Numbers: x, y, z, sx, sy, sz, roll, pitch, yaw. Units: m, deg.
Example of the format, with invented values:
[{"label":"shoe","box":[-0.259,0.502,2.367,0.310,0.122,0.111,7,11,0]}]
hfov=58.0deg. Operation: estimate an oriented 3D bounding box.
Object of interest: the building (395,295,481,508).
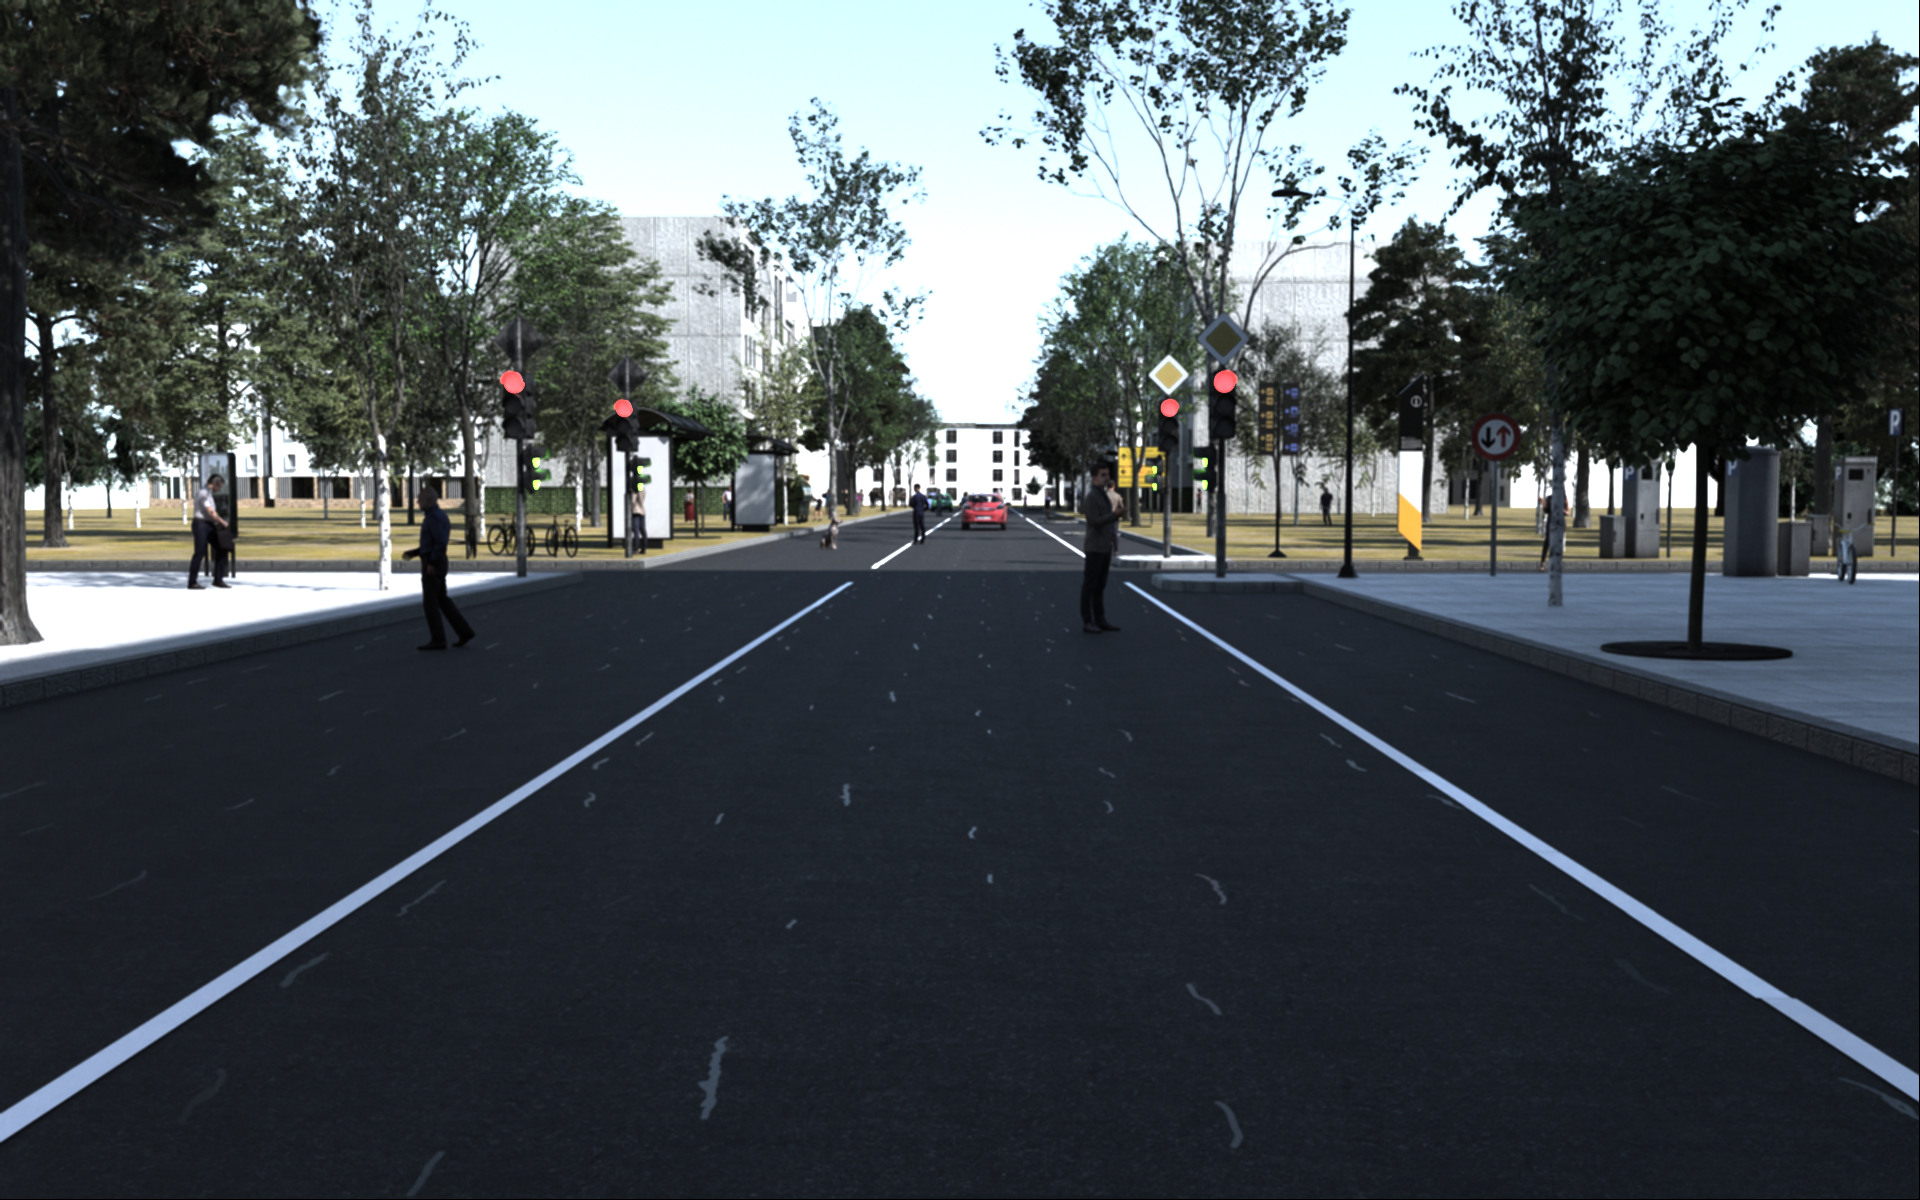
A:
[{"label":"building","box":[-47.213,-19.237,170.940,11.380,20.091,16.016,0,4,1]}]

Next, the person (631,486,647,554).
[{"label":"person","box":[-7.006,-1.860,36.990,0.750,1.759,0.617,3,4,36]}]

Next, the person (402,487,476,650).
[{"label":"person","box":[-4.898,-0.296,16.039,0.600,1.496,0.574,1,4,15]}]

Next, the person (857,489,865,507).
[{"label":"person","box":[-10.136,-10.409,176.236,1.348,1.824,0.705,3,5,42]}]

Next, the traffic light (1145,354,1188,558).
[{"label":"traffic light","box":[4.121,-2.770,34.528,0.839,4.213,0.868,0,4,1]}]

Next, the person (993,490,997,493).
[{"label":"person","box":[2.472,-6.489,115.388,0.721,1.735,1.217,-1,4,-8]}]

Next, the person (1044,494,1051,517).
[{"label":"person","box":[5.471,-5.880,107.873,0.421,1.427,0.697,1,4,16]}]

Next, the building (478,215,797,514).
[{"label":"building","box":[-22.016,-15.878,126.069,16.747,18.905,31.486,0,4,1]}]

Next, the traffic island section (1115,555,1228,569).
[{"label":"traffic island section","box":[4.161,-0.756,34.640,2.009,0.180,2.903,0,4,1]}]

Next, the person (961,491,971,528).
[{"label":"person","box":[0.240,-3.775,72.437,0.429,1.552,0.499,0,4,8]}]

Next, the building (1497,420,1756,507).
[{"label":"building","box":[67.700,-14.111,172.863,28.070,9.664,9.099,0,4,1]}]

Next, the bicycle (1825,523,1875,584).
[{"label":"bicycle","box":[12.870,-0.729,25.134,0.635,0.972,1.543,1,4,19]}]

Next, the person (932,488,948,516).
[{"label":"person","box":[-1.332,-6.345,112.331,1.350,1.814,0.705,-3,5,-40]}]

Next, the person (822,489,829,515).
[{"label":"person","box":[-8.264,-6.093,107.533,0.647,1.594,0.662,-1,4,-16]}]

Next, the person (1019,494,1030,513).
[{"label":"person","box":[5.028,-7.494,134.245,0.991,1.433,0.599,2,4,30]}]

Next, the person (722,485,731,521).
[{"label":"person","box":[-10.829,-4.552,81.406,0.756,1.711,0.436,0,4,2]}]

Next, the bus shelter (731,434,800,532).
[{"label":"bus shelter","box":[-6.942,-4.103,61.007,2.014,3.302,5.546,0,4,1]}]

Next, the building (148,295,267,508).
[{"label":"building","box":[-71.543,-19.271,171.508,11.380,20.091,16.016,0,4,1]}]

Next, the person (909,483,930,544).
[{"label":"person","box":[-1.230,-2.480,49.756,0.504,1.737,0.576,3,4,36]}]

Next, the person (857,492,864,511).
[{"label":"person","box":[-7.532,-7.298,128.580,0.991,1.433,0.599,-3,4,-36]}]

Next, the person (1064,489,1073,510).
[{"label":"person","box":[8.698,-8.050,138.462,0.742,1.727,0.445,-2,4,-23]}]

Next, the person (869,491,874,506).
[{"label":"person","box":[-9.184,-10.547,179.953,0.593,1.643,0.415,-3,4,-39]}]

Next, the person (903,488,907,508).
[{"label":"person","box":[-5.092,-9.366,159.141,0.705,1.831,1.348,0,4,-6]}]

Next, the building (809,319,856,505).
[{"label":"building","box":[-28.391,-22.739,215.761,32.646,21.610,27.936,0,4,1]}]

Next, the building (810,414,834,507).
[{"label":"building","box":[-27.019,-14.226,174.741,28.070,9.664,9.099,0,4,1]}]

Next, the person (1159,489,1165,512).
[{"label":"person","box":[14.084,-6.946,120.411,0.445,1.727,0.742,2,4,27]}]

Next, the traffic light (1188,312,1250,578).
[{"label":"traffic light","box":[3.991,-2.281,26.544,0.839,4.213,0.868,0,4,1]}]

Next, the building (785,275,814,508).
[{"label":"building","box":[-21.184,-17.824,147.841,16.016,20.091,11.380,0,4,1]}]

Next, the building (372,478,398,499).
[{"label":"building","box":[-61.024,-22.805,216.838,32.646,21.610,27.936,0,4,1]}]

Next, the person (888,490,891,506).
[{"label":"person","box":[-7.521,-10.829,183.806,0.721,1.736,1.217,0,4,8]}]

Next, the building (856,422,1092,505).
[{"label":"building","box":[1.815,-16.169,206.514,28.070,9.664,9.099,0,4,1]}]

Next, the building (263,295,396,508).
[{"label":"building","box":[-59.431,-19.250,171.163,11.380,20.091,16.016,0,4,1]}]

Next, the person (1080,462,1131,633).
[{"label":"person","box":[1.574,-0.545,17.948,0.750,1.759,0.617,3,4,38]}]

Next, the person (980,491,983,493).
[{"label":"person","box":[1.673,-7.307,129.443,0.593,1.643,0.415,-1,4,-21]}]

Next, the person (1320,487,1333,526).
[{"label":"person","box":[14.748,-3.739,69.377,0.471,1.553,0.569,-1,4,-23]}]

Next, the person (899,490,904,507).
[{"label":"person","box":[-5.855,-10.420,177.130,0.721,1.735,1.217,3,4,36]}]

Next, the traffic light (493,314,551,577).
[{"label":"traffic light","box":[-6.769,-2.291,26.702,0.839,4.213,0.868,0,4,1]}]

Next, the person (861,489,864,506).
[{"label":"person","box":[-10.398,-10.909,184.390,0.705,1.826,1.348,1,4,12]}]

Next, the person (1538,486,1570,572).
[{"label":"person","box":[10.960,-1.345,31.965,0.593,1.643,0.415,-1,4,-23]}]

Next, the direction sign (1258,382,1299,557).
[{"label":"direction sign","box":[6.463,-2.641,35.175,0.876,3.537,0.379,-1,4,-14]}]

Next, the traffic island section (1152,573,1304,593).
[{"label":"traffic island section","box":[4.031,-0.268,26.656,2.009,0.180,2.903,0,4,1]}]

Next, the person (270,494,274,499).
[{"label":"person","box":[-77.087,-11.252,193.251,1.217,1.735,0.721,-1,4,-16]}]

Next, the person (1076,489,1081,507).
[{"label":"person","box":[12.116,-10.407,176.062,0.709,1.838,0.599,1,4,10]}]

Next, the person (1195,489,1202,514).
[{"label":"person","box":[15.490,-6.430,112.649,0.593,1.643,0.415,3,5,41]}]

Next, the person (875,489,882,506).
[{"label":"person","box":[-9.047,-10.997,185.858,1.348,1.822,0.705,0,4,-6]}]

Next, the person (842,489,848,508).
[{"label":"person","box":[-10.230,-8.981,153.678,0.742,1.727,0.445,2,4,26]}]

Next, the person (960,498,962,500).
[{"label":"person","box":[0.480,-10.527,183.845,0.991,1.433,0.599,1,4,9]}]

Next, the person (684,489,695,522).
[{"label":"person","box":[-12.444,-4.348,79.595,0.523,1.526,0.387,1,4,13]}]

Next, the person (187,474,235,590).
[{"label":"person","box":[-10.156,-0.930,23.463,0.590,1.554,0.614,-1,4,-17]}]

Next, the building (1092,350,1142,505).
[{"label":"building","box":[21.608,-21.576,209.194,11.380,20.091,16.016,0,4,1]}]

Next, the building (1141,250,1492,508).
[{"label":"building","box":[30.700,-19.409,161.303,27.936,21.610,32.646,0,4,1]}]

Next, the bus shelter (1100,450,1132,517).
[{"label":"bus shelter","box":[8.792,-6.393,95.801,1.731,3.624,6.357,0,4,1]}]

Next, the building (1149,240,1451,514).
[{"label":"building","box":[24.071,-16.087,129.484,16.747,18.905,31.486,0,4,1]}]

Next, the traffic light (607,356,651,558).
[{"label":"traffic light","box":[-6.639,-2.779,34.686,0.839,4.213,0.868,0,4,1]}]

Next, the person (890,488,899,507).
[{"label":"person","box":[-6.438,-9.942,168.604,0.705,1.824,1.348,2,4,34]}]

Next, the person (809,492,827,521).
[{"label":"person","box":[-6.882,-4.427,81.617,0.799,1.438,0.628,-3,5,-43]}]

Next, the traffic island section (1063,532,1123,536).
[{"label":"traffic island section","box":[4.560,-2.255,59.740,1.991,0.108,1.994,0,4,1]}]

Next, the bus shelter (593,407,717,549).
[{"label":"bus shelter","box":[-7.453,-2.998,42.942,2.014,3.302,5.546,0,4,1]}]

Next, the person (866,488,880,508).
[{"label":"person","box":[-7.997,-9.353,158.979,1.348,1.821,0.705,-1,4,-15]}]
